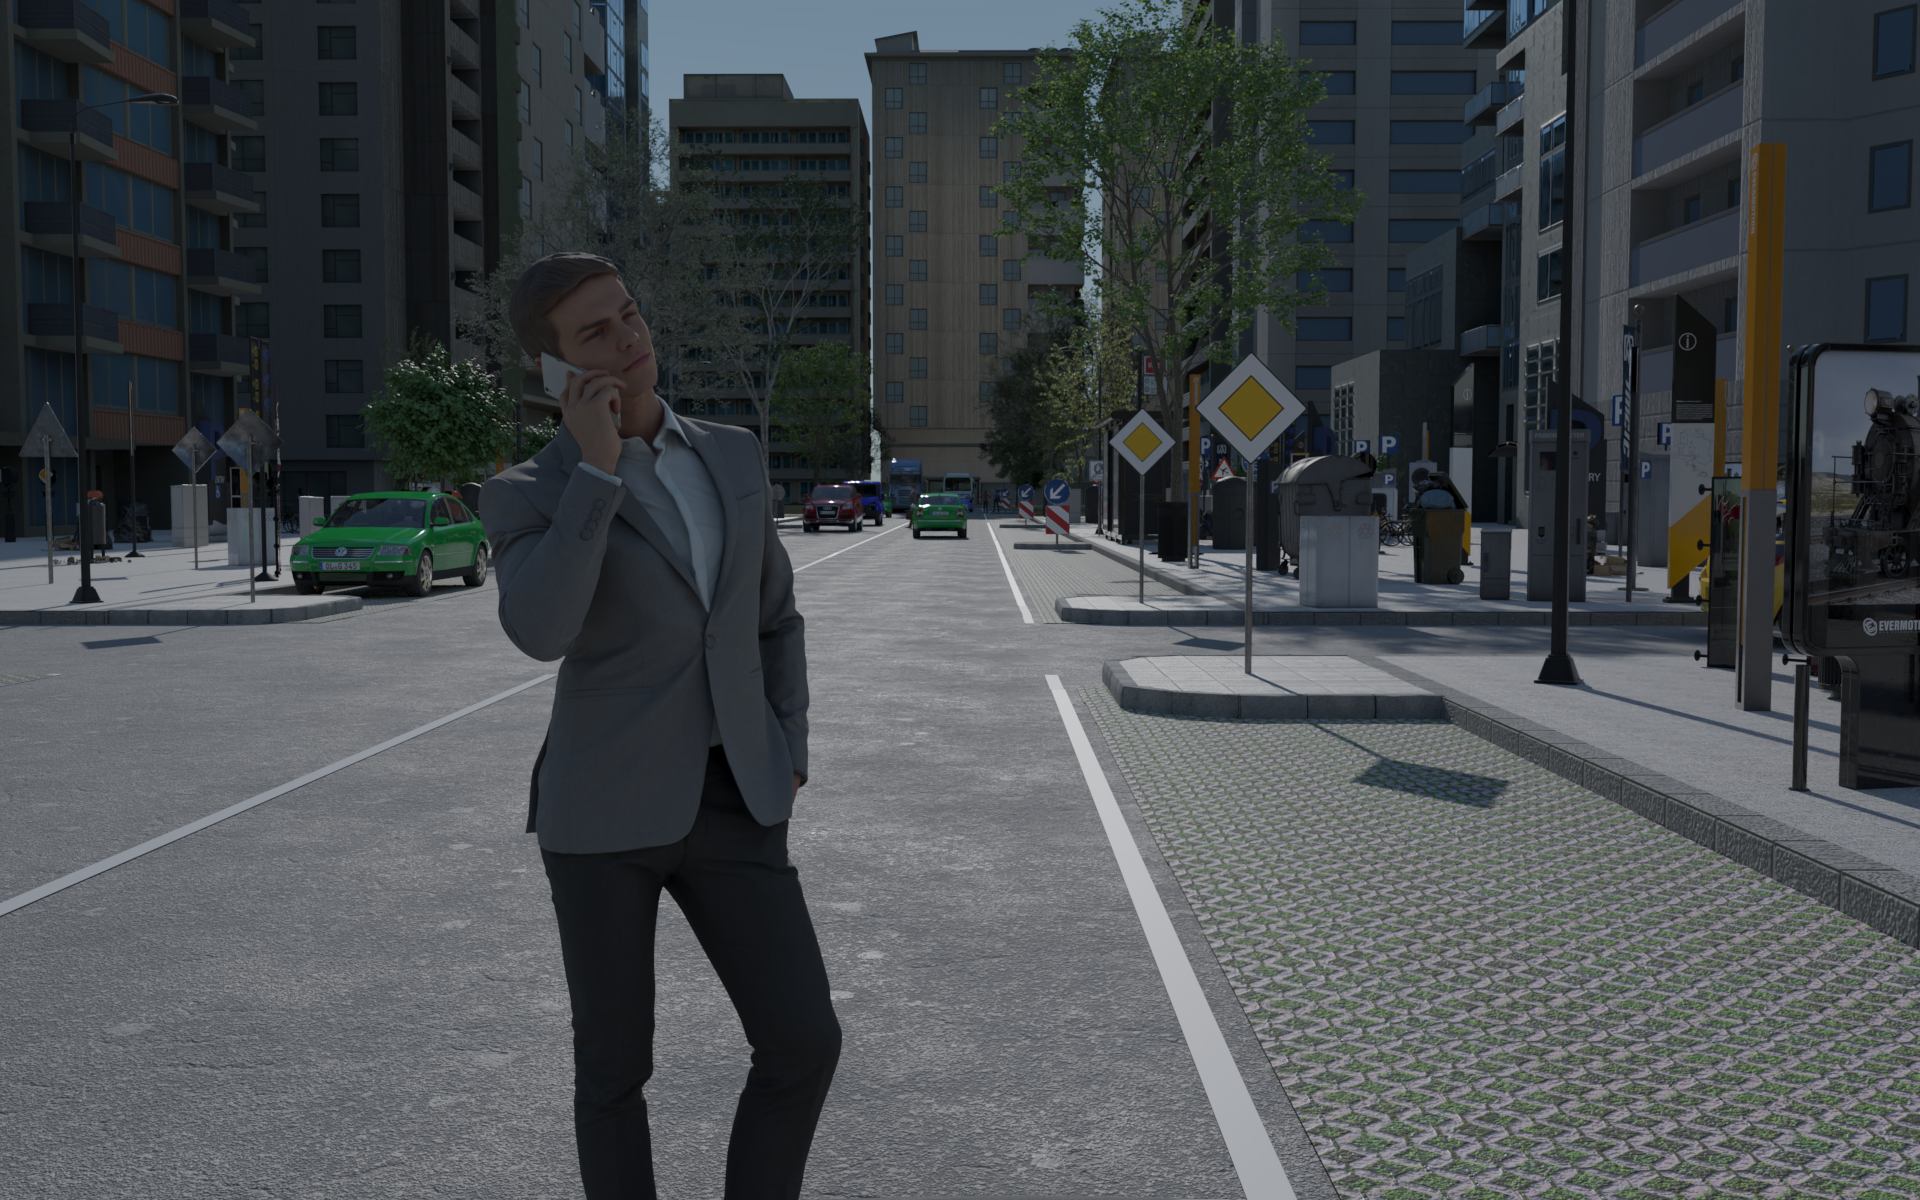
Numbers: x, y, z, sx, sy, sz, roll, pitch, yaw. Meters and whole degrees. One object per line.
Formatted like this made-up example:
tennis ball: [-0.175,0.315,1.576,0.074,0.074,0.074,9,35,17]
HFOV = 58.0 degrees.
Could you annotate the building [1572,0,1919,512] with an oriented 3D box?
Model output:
building: [63.950,-36.886,145.080,28.212,58.520,21.231,0,4,1]

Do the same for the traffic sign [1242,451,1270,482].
traffic sign: [8.094,-2.896,47.453,0.768,2.556,0.104,0,4,4]

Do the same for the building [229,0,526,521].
building: [-30.524,-19.236,86.209,14.160,30.474,14.107,0,4,1]

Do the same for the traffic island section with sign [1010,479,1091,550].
traffic island section with sign: [2.397,-2.235,45.165,1.989,1.847,2.006,0,4,1]

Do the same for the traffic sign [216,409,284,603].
traffic sign: [-8.362,-1.027,20.429,0.795,2.450,0.064,0,4,1]

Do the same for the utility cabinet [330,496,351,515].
utility cabinet: [-18.913,-2.594,53.574,1.020,1.237,0.306,-1,4,-16]

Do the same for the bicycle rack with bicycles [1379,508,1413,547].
bicycle rack with bicycles: [10.901,-1.815,43.052,2.925,0.926,2.852,1,4,14]

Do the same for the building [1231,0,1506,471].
building: [29.678,-35.355,120.061,21.231,58.520,28.212,0,4,1]

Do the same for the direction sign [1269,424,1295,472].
direction sign: [10.468,-3.938,56.380,0.876,3.537,0.379,3,4,37]

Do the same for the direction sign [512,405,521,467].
direction sign: [-11.131,-3.155,43.589,0.379,3.537,0.876,0,4,-4]

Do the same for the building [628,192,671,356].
building: [-44.421,-31.681,209.863,23.993,40.220,32.217,0,4,1]

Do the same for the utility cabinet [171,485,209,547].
utility cabinet: [-18.455,-2.006,41.476,0.318,1.500,1.173,0,4,3]

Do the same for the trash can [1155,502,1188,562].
trash can: [4.073,-1.306,33.001,0.748,1.137,0.748,0,3,0]

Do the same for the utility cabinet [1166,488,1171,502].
utility cabinet: [7.986,-3.334,63.183,1.173,1.500,0.318,-3,5,-43]

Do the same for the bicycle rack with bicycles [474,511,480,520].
bicycle rack with bicycles: [-13.633,-2.419,52.940,2.925,0.926,2.852,0,4,-7]

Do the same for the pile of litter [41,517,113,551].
pile of litter: [-20.171,-1.567,39.587,1.176,0.858,1.719,3,5,40]

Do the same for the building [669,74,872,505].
building: [-21.662,-35.471,203.657,21.600,48.544,21.300,0,4,1]

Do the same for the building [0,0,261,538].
building: [-37.101,-24.573,56.400,22.147,44.769,28.867,0,4,1]

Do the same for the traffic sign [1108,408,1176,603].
traffic sign: [2.131,-1.020,20.312,0.795,2.450,0.064,0,4,1]

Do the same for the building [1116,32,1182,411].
building: [30.795,-37.767,206.736,27.495,52.752,28.713,0,4,1]

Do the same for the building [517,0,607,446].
building: [-37.924,-31.773,108.730,28.713,52.752,27.495,0,4,1]

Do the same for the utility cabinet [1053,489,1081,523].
utility cabinet: [4.604,-4.026,74.497,1.173,1.500,0.318,0,4,6]

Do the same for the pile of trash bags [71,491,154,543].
pile of trash bags: [-22.215,-2.165,45.143,1.912,1.369,3.447,-1,4,-16]

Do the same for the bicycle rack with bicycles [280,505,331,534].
bicycle rack with bicycles: [-21.507,-2.652,56.736,2.925,0.926,2.852,-3,5,-39]

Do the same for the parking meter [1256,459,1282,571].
parking meter: [5.174,-1.424,28.986,0.399,1.863,0.255,-3,4,-38]

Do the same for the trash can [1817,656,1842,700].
trash can: [5.704,0.052,10.811,0.748,1.137,0.748,0,3,0]

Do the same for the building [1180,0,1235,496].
building: [30.477,-31.940,145.913,21.300,48.544,21.600,0,4,1]

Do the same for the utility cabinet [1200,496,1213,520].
utility cabinet: [9.577,-3.556,69.300,1.020,1.237,0.306,1,4,23]

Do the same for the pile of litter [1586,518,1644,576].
pile of litter: [10.104,-0.828,27.502,1.719,0.858,1.176,-1,4,-8]

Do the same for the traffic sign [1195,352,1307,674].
traffic sign: [2.058,-0.531,12.327,0.795,2.450,0.064,0,4,1]

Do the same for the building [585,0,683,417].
building: [-38.890,-50.915,145.128,31.000,86.520,22.319,0,4,1]

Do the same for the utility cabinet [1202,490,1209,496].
utility cabinet: [13.604,-5.295,95.254,0.318,1.500,1.173,2,4,26]

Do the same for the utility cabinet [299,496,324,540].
utility cabinet: [-16.819,-2.067,44.955,0.306,1.237,1.020,0,4,-1]

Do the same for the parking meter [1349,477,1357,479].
parking meter: [6.139,-1.348,27.753,0.399,1.863,0.255,-2,4,-24]

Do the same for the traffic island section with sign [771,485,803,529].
traffic island section with sign: [-7.584,-3.879,72.044,1.989,1.847,2.006,0,4,1]

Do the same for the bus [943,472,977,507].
bus: [-0.032,-10.028,158.810,2.948,3.499,13.247,0,4,1]

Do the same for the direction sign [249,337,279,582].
direction sign: [-10.248,-2.045,25.428,0.379,3.537,0.876,0,4,-6]

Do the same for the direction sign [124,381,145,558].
direction sign: [-16.758,-2.634,35.065,0.379,3.537,0.876,-1,4,-22]

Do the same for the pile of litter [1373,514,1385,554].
pile of litter: [8.679,-1.448,37.632,1.176,0.858,1.719,1,4,22]

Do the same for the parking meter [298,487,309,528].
parking meter: [-24.502,-3.441,64.670,0.372,1.533,0.369,0,3,0]

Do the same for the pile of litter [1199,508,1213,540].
pile of litter: [7.266,-2.127,48.740,1.719,0.858,1.176,-2,4,-32]

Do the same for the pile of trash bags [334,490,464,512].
pile of trash bags: [-13.567,-1.961,41.822,3.447,1.369,1.912,1,4,14]

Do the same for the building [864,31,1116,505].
building: [3.297,-37.751,206.469,27.495,52.752,28.713,0,4,1]

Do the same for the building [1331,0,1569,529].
building: [29.797,-46.308,69.808,22.319,86.520,31.000,0,4,1]

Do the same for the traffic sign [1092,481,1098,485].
traffic sign: [7.247,-5.560,91.019,0.768,2.556,0.104,0,4,5]

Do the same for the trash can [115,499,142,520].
trash can: [-24.616,-2.426,51.317,0.748,1.137,0.748,0,3,0]

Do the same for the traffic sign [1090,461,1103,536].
traffic sign: [4.279,-3.124,53.203,0.606,2.300,0.079,0,4,2]

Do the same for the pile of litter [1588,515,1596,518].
pile of litter: [13.059,-1.391,36.701,1.176,0.858,1.719,1,4,19]
